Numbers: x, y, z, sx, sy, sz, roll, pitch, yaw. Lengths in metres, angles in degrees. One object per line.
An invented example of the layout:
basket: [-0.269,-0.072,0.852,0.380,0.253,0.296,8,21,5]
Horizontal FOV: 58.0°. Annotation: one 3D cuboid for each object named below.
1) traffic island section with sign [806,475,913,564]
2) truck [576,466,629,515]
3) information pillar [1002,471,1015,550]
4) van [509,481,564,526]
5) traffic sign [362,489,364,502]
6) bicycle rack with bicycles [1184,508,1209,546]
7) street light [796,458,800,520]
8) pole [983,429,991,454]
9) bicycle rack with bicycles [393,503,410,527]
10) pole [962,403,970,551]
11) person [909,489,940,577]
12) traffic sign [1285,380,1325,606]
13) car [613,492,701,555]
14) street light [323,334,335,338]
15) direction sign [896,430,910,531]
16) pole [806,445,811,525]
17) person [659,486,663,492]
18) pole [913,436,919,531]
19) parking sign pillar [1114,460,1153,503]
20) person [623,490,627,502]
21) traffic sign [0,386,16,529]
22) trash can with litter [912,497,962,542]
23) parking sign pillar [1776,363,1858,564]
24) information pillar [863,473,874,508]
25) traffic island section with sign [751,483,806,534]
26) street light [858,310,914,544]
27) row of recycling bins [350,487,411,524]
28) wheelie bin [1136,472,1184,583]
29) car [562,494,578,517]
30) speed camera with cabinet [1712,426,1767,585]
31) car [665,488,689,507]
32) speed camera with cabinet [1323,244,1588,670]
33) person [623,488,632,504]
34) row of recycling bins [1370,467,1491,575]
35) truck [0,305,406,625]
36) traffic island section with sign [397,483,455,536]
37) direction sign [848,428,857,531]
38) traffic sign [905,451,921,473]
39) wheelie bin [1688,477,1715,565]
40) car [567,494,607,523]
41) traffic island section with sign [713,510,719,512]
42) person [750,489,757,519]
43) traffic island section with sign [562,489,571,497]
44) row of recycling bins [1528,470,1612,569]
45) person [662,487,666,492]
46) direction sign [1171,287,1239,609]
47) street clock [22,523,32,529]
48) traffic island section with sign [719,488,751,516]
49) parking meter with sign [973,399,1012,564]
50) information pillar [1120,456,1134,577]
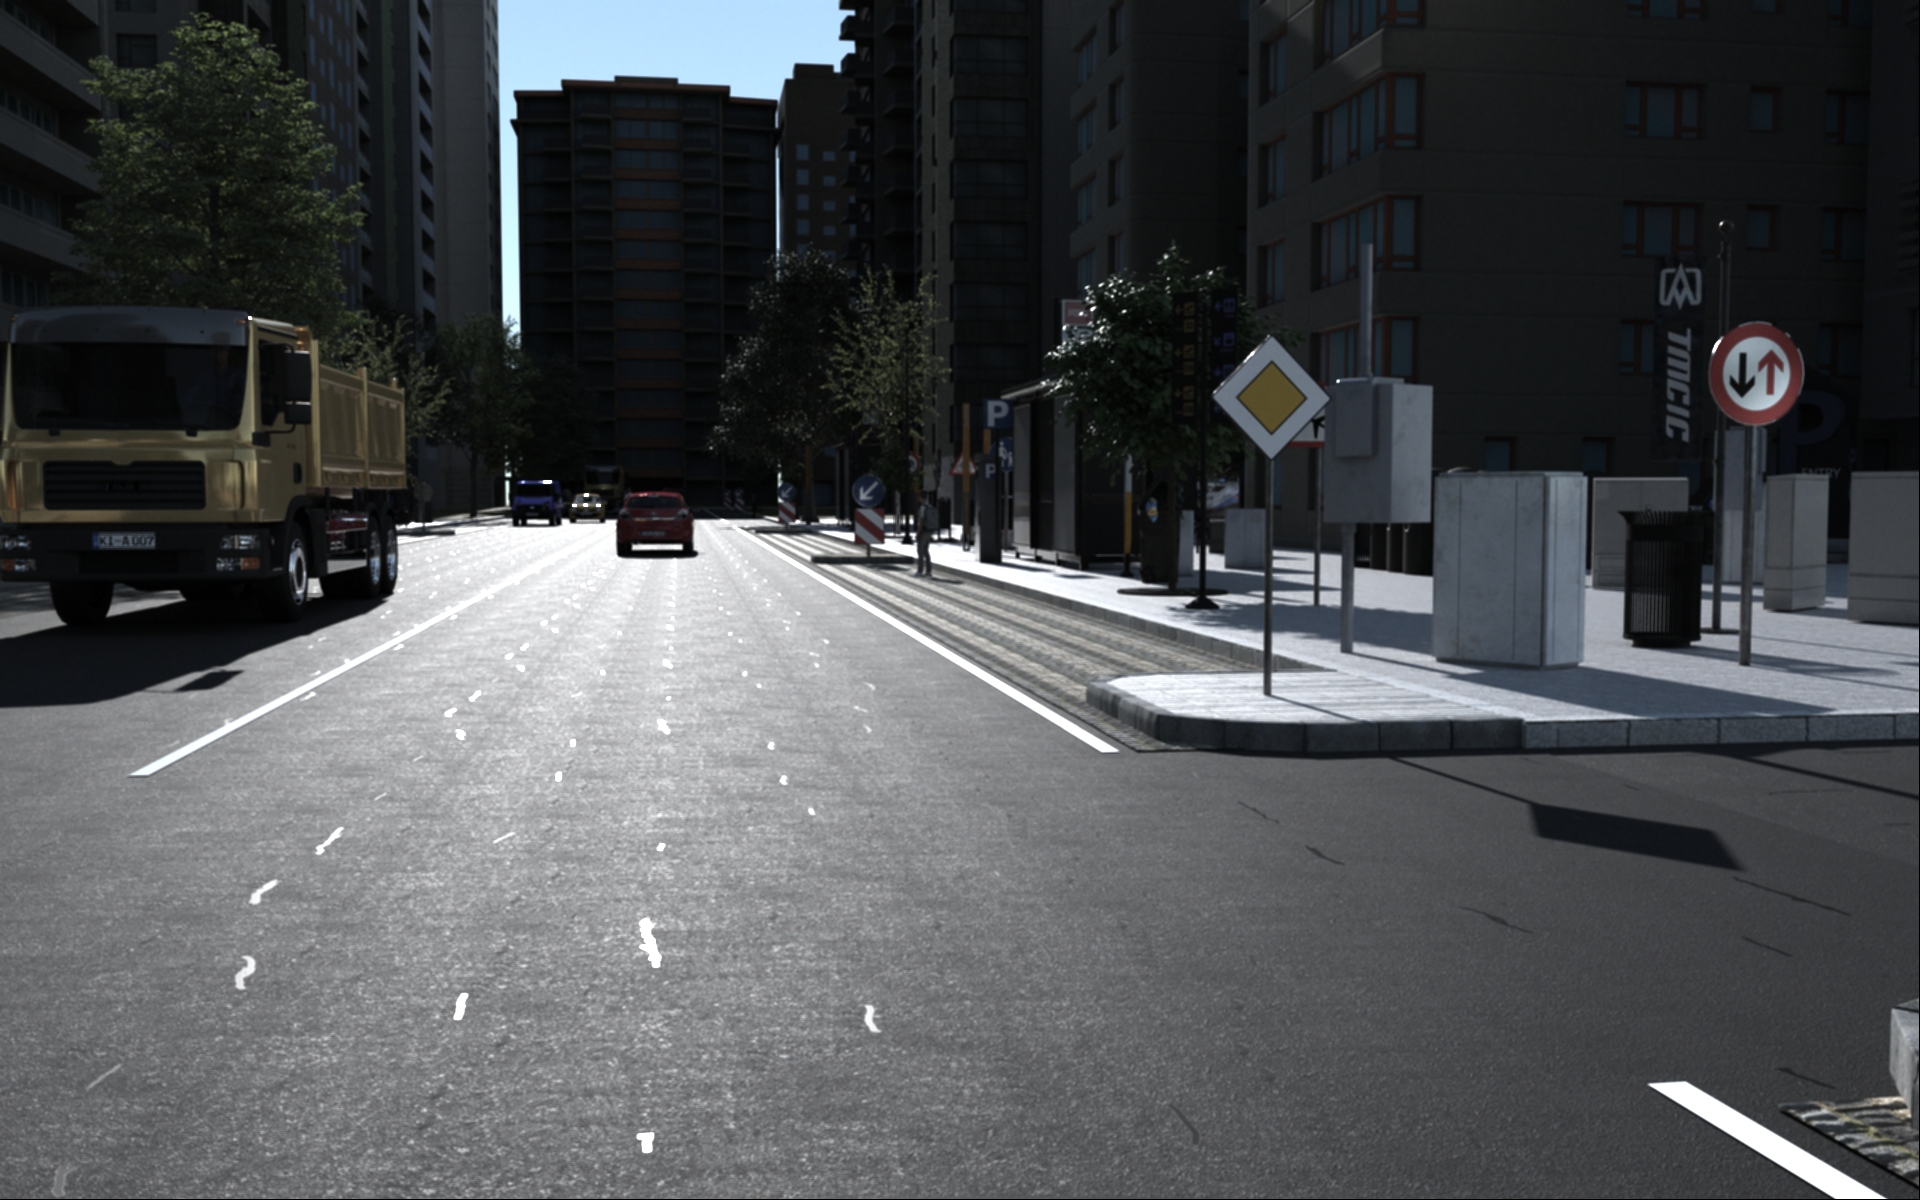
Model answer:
traffic island section with sign: [-2.088,-1.682,36.128,1.989,1.847,2.006,-1,4,-9]
truck: [-24.758,-7.622,120.545,3.469,3.379,9.791,-1,4,-10]
information pillar: [1.099,-2.181,40.156,0.304,2.012,0.304,-3,5,-42]
van: [-19.547,-4.633,80.135,2.240,2.365,5.245,-1,4,-8]
traffic sign: [-25.098,-4.450,72.766,0.884,2.594,0.081,0,4,-1]
bicycle rack with bicycles: [5.824,-1.839,43.446,2.925,0.926,2.852,1,4,19]
street light: [-8.588,-6.902,85.384,1.470,5.913,1.316,-1,4,-9]
pole: [0.617,-2.809,39.776,0.158,3.312,0.155,0,3,0]
bicycle rack with bicycles: [-23.045,-3.355,68.235,2.852,0.926,2.925,-2,4,-23]
pole: [0.140,-2.762,38.998,0.158,3.312,0.155,0,3,0]
person: [-0.626,-1.149,29.881,0.523,1.515,0.503,0,4,-7]
traffic sign: [4.098,-1.213,19.831,0.884,2.594,0.081,0,3,0]
car: [-7.474,-2.055,42.637,2.155,1.783,4.494,0,4,-8]
street light: [-18.795,-4.750,50.201,1.470,5.913,1.316,-1,4,-9]
direction sign: [-2.048,-4.217,60.940,0.379,3.537,0.876,3,4,36]
pole: [-6.353,-4.813,72.540,0.158,3.312,0.155,0,3,0]
person: [-15.975,-5.174,92.721,1.348,1.869,0.705,-1,4,-11]
pole: [-1.523,-4.067,60.338,0.158,3.312,0.155,0,3,0]
parking sign pillar: [5.106,-3.824,50.987,1.447,3.967,1.447,-3,4,-36]
person: [-26.931,-8.002,140.065,0.721,1.736,1.217,0,4,8]
traffic sign: [-18.221,-2.376,32.716,2.265,3.308,0.079,0,4,-3]
trash can with litter: [-0.561,-2.179,46.677,1.678,1.210,2.233,-3,4,-36]
parking sign pillar: [16.070,-2.694,32.514,1.447,3.967,1.447,-3,5,-45]
information pillar: [-3.251,-3.482,61.416,0.304,2.012,0.304,1,4,14]
traffic island section with sign: [-6.455,-3.328,63.034,1.989,1.847,2.006,-1,4,-9]
street light: [-1.878,-4.368,43.958,1.470,5.913,1.316,-1,4,-9]
row of recycling bins: [-25.438,-4.109,74.297,3.534,1.692,1.069,-1,4,-23]
wheelie bin: [2.923,-1.060,25.244,0.693,1.594,0.980,0,4,4]
car: [-24.078,-6.031,108.397,2.009,1.686,4.222,0,4,-7]
speed camera with cabinet: [11.055,-1.838,24.389,0.660,3.252,2.038,2,4,32]
car: [-19.086,-6.479,114.609,2.281,1.827,5.304,-1,4,-11]
speed camera with cabinet: [3.802,-1.166,13.406,0.660,3.252,2.038,-3,5,-39]
person: [-16.228,-4.642,85.334,0.756,1.711,0.436,-1,4,-17]
row of recycling bins: [7.557,-1.283,28.084,1.069,1.692,3.534,0,4,-7]
truck: [-8.917,-1.547,21.221,3.469,3.379,9.791,-1,4,-8]
traffic island section with sign: [-18.584,-3.141,59.991,1.989,1.847,2.006,-1,4,-9]
direction sign: [-3.680,-4.147,59.802,0.379,3.537,0.876,1,4,12]
traffic sign: [-1.550,-3.152,51.638,0.768,2.556,0.104,0,4,-1]
wheelie bin: [13.751,-1.452,31.641,0.693,1.594,0.980,0,4,-1]
car: [-18.918,-4.755,87.965,2.015,1.641,3.980,-1,4,-10]
traffic island section with sign: [-18.758,-7.964,138.831,1.989,1.847,2.006,-1,4,-9]
person: [-12.171,-5.646,101.529,0.721,1.735,1.217,-1,4,-12]
traffic island section with sign: [-31.150,-7.878,137.430,1.989,1.847,2.006,-1,4,-9]
row of recycling bins: [9.655,-1.421,30.339,3.534,1.692,1.069,2,4,25]
person: [-15.638,-5.083,91.585,0.705,1.826,1.348,1,4,9]
direction sign: [2.719,-1.672,19.329,0.876,3.537,0.379,3,5,44]
street clock: [-15.807,-1.518,29.391,0.471,2.002,0.358,0,4,-1]
traffic island section with sign: [-14.432,-6.336,112.224,1.989,1.847,2.006,-1,4,-9]
parking meter with sign: [0.555,-2.222,32.597,0.543,3.016,1.738,-1,4,-9]
information pillar: [2.594,-2.164,26.730,0.183,3.616,0.504,0,4,2]
